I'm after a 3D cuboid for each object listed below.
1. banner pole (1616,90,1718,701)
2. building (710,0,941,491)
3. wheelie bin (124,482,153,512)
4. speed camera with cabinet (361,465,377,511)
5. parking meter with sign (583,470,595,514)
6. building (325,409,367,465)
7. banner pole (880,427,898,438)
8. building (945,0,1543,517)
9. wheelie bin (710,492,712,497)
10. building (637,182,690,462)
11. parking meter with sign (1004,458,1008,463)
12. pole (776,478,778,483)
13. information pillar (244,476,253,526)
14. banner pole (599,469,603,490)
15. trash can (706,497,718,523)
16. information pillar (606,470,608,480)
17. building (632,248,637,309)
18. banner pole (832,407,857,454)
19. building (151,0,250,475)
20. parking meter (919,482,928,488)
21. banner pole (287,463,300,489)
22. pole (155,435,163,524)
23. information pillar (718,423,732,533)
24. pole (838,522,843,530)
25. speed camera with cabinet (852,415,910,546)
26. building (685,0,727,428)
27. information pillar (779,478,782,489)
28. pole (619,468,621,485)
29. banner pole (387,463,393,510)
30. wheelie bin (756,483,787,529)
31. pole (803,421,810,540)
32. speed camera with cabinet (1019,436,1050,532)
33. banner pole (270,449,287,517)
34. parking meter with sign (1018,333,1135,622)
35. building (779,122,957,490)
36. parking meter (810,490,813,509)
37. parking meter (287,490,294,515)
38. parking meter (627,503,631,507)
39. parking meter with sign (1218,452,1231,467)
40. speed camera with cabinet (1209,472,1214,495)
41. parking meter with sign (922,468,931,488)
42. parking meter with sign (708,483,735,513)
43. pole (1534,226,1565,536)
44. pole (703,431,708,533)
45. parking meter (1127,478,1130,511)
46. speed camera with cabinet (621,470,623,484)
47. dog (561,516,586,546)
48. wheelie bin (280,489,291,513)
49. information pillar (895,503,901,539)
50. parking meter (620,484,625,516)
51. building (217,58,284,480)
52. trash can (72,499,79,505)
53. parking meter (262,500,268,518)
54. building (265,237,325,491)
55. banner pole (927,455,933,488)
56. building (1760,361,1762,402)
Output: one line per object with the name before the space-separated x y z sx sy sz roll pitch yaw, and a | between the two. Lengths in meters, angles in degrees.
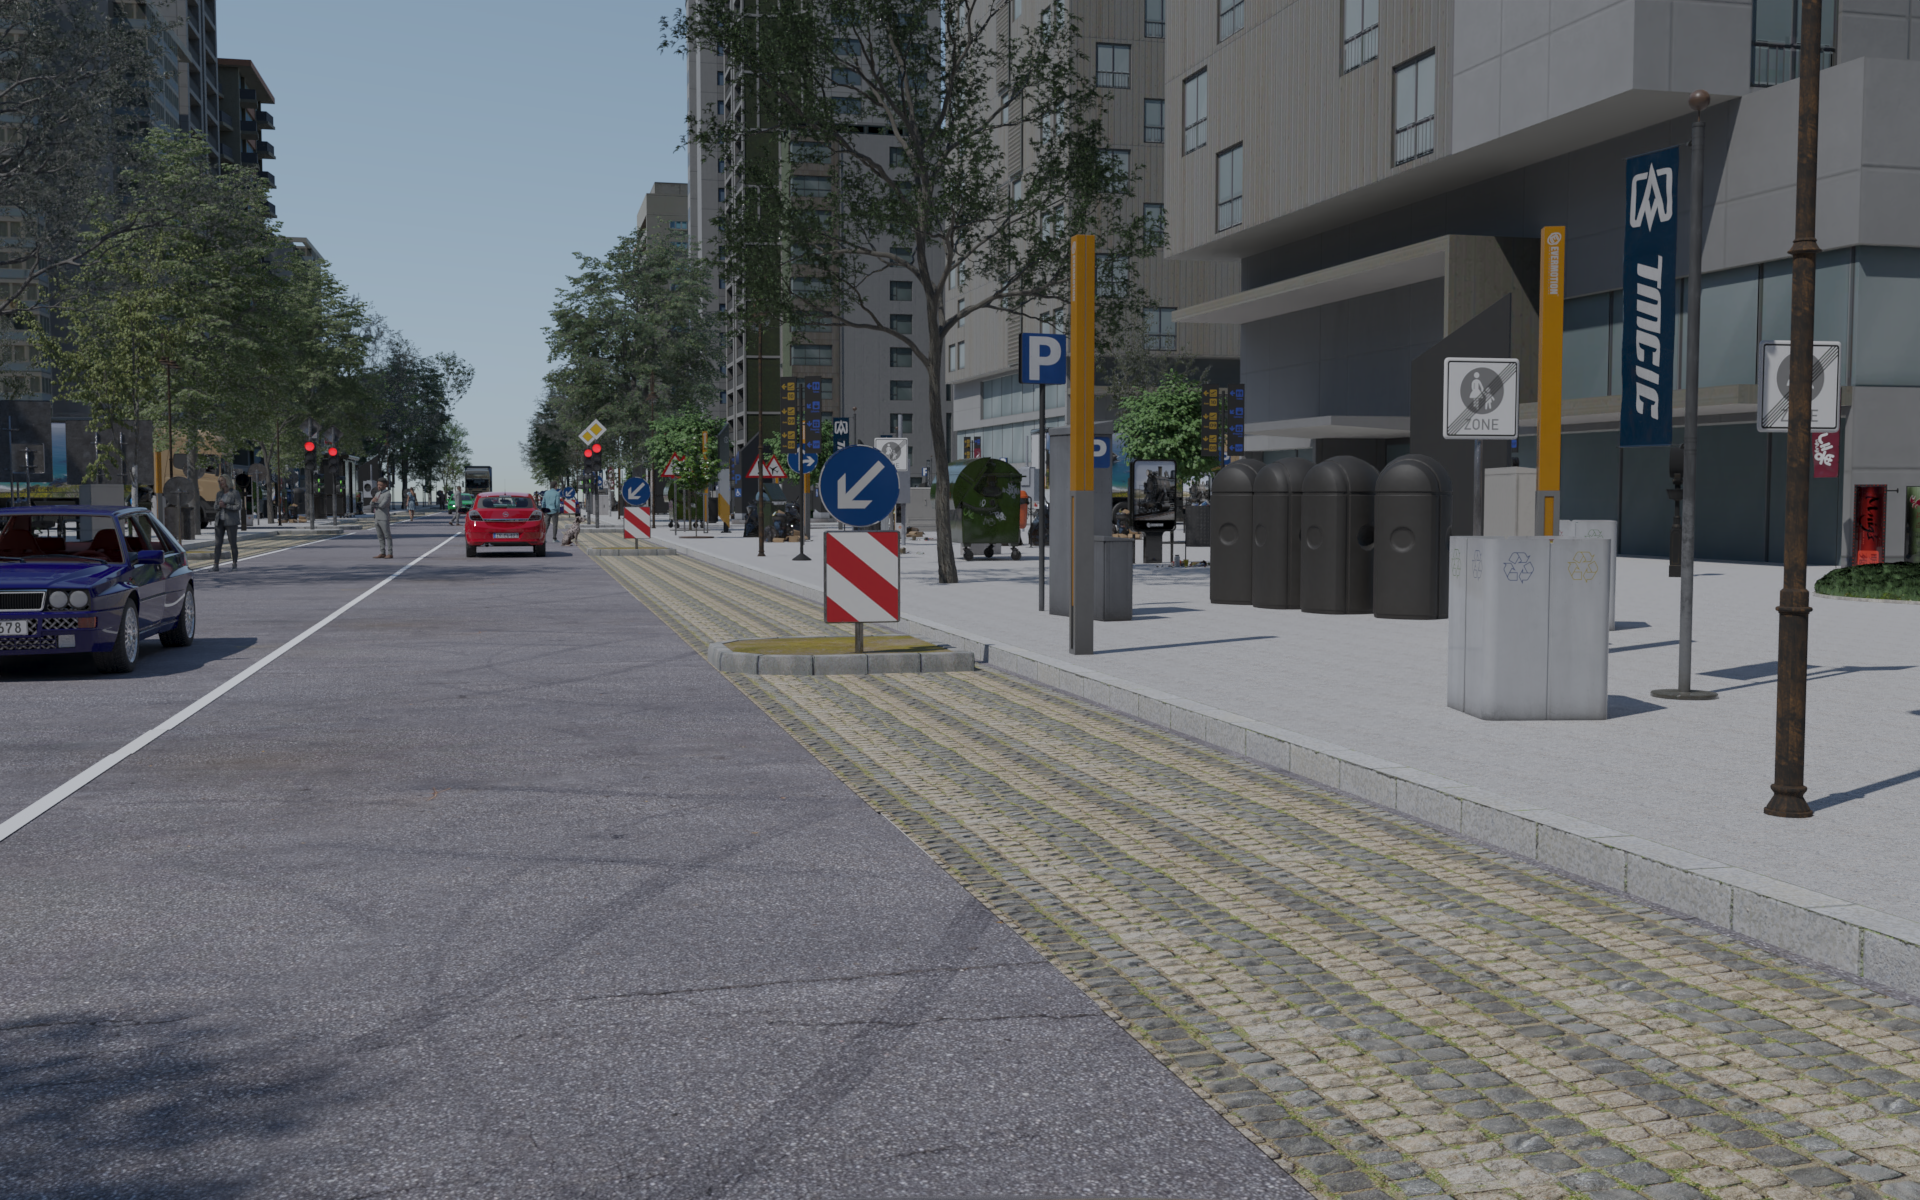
banner pole | 4.498 -1.287 11.053 0.401 3.779 0.863 -1 4 -21
building | -14.224 -44.893 172.258 20.563 71.187 20.611 -1 4 -14
wheelie bin | -21.700 -2.318 45.814 0.693 1.594 0.980 -2 4 -28
speed camera with cabinet | -40.299 -7.474 116.532 2.038 3.252 0.660 1 4 15
parking meter with sign | -26.359 -7.736 122.740 0.543 3.016 1.738 -1 4 -14
building | -107.467 -25.883 268.233 27.650 21.520 28.899 -1 4 -14
banner pole | -2.569 -4.551 64.420 0.863 3.779 0.401 0 4 7
building | 14.862 -31.563 105.295 27.495 52.752 28.713 -1 4 -14
wheelie bin | -17.049 -6.630 116.303 0.693 1.594 0.980 -2 4 -35
building | -37.896 -39.284 265.990 21.300 48.544 21.600 -1 4 -14
parking meter with sign | 1.427 -5.267 82.375 1.738 3.016 0.543 -3 4 -37
pole | -10.798 -6.626 102.184 0.158 3.312 0.155 0 3 0
information pillar | -28.346 -3.940 68.914 0.304 2.012 0.304 -3 5 -43
banner pole | -25.361 -8.060 121.802 0.863 3.779 0.401 3 4 37
trash can | -10.914 -3.935 75.998 0.748 1.137 0.748 0 3 0
information pillar | -29.450 -9.397 145.001 0.504 3.616 0.183 3 4 38
building | -43.468 -38.968 291.747 22.147 44.769 28.867 -1 4 -14
banner pole | -3.240 -3.647 49.653 0.863 3.779 0.401 0 4 2
building | -71.458 -43.230 145.058 20.563 71.187 20.611 -1 4 -14
parking meter | -1.826 -4.922 86.178 0.399 1.863 0.255 2 4 32
banner pole | -43.671 -7.567 113.739 0.863 3.779 0.401 1 4 21
pole | -27.697 -4.039 59.881 0.158 3.312 0.155 0 3 0
information pillar | -7.769 -4.016 57.017 0.183 3.616 0.504 2 4 34
pole | -4.292 -4.175 62.097 0.158 3.312 0.155 0 3 0
speed camera with cabinet | -2.013 -3.021 43.725 0.660 3.252 2.038 -2 4 -33
building | -20.244 -40.053 196.871 21.231 58.520 28.212 -1 4 -14
information pillar | -15.152 -9.458 145.990 0.183 3.616 0.504 -2 4 -25
pole | -23.835 -7.790 121.217 0.158 3.312 0.155 0 3 0
banner pole | -45.944 -9.157 139.730 0.401 3.779 0.863 1 4 19
wheelie bin | -5.443 -2.554 49.674 0.693 1.594 0.980 3 4 38
pole | -4.280 -3.324 48.195 0.158 3.312 0.155 0 3 0
speed camera with cabinet | 2.951 -3.929 58.573 2.038 3.252 0.660 2 4 33
banner pole | -37.482 -6.410 94.827 0.401 3.779 0.863 1 4 16
parking meter with sign | 1.249 -1.338 18.140 0.543 3.016 1.738 -2 4 -25
building | -7.569 -22.449 138.743 14.160 30.474 14.107 -1 4 -14
parking meter | -9.785 -6.520 115.020 0.372 1.533 0.369 0 3 0
parking meter | -37.953 -5.490 98.166 0.372 1.533 0.369 0 3 0
parking meter | -21.926 -6.522 115.042 0.372 1.533 0.369 0 3 0
parking meter with sign | 11.130 -4.528 70.287 0.543 3.016 1.738 -1 4 -21
speed camera with cabinet | 9.614 -4.528 68.370 0.660 3.252 2.038 1 4 18
parking meter with sign | -2.168 -7.187 113.763 0.543 3.016 1.738 0 4 -6
parking meter with sign | -14.997 -6.905 109.157 0.543 3.016 1.738 3 4 38
pole | 4.535 -1.193 13.342 0.158 3.312 0.155 0 3 0
pole | -8.301 -3.831 56.486 0.158 3.312 0.155 0 3 0
parking meter | 5.373 -2.920 53.451 0.255 1.863 0.399 -2 4 -32
speed camera with cabinet | -27.349 -9.090 142.965 0.660 3.252 2.038 -3 5 -43
dog | -10.782 -1.892 47.772 0.800 0.831 0.513 2 4 32
wheelie bin | -44.610 -6.536 114.777 0.980 1.594 0.693 -1 4 -15
information pillar | -1.695 -2.750 49.449 0.304 2.012 0.304 0 4 6
parking meter | -19.877 -5.878 101.815 0.255 1.863 0.399 1 4 14
building | -79.457 -31.499 169.633 22.147 44.769 28.867 -1 4 -14
trash can | -23.569 -2.152 46.832 0.748 1.137 0.748 0 3 0
parking meter | -38.633 -5.532 96.165 0.399 1.863 0.255 1 4 13
building | -102.392 -33.598 241.207 32.217 40.220 23.993 -1 4 -14
banner pole | -1.947 -7.428 111.469 0.401 3.779 0.863 2 4 30
building | 43.952 -25.962 108.066 14.086 41.232 14.154 -1 4 -14
